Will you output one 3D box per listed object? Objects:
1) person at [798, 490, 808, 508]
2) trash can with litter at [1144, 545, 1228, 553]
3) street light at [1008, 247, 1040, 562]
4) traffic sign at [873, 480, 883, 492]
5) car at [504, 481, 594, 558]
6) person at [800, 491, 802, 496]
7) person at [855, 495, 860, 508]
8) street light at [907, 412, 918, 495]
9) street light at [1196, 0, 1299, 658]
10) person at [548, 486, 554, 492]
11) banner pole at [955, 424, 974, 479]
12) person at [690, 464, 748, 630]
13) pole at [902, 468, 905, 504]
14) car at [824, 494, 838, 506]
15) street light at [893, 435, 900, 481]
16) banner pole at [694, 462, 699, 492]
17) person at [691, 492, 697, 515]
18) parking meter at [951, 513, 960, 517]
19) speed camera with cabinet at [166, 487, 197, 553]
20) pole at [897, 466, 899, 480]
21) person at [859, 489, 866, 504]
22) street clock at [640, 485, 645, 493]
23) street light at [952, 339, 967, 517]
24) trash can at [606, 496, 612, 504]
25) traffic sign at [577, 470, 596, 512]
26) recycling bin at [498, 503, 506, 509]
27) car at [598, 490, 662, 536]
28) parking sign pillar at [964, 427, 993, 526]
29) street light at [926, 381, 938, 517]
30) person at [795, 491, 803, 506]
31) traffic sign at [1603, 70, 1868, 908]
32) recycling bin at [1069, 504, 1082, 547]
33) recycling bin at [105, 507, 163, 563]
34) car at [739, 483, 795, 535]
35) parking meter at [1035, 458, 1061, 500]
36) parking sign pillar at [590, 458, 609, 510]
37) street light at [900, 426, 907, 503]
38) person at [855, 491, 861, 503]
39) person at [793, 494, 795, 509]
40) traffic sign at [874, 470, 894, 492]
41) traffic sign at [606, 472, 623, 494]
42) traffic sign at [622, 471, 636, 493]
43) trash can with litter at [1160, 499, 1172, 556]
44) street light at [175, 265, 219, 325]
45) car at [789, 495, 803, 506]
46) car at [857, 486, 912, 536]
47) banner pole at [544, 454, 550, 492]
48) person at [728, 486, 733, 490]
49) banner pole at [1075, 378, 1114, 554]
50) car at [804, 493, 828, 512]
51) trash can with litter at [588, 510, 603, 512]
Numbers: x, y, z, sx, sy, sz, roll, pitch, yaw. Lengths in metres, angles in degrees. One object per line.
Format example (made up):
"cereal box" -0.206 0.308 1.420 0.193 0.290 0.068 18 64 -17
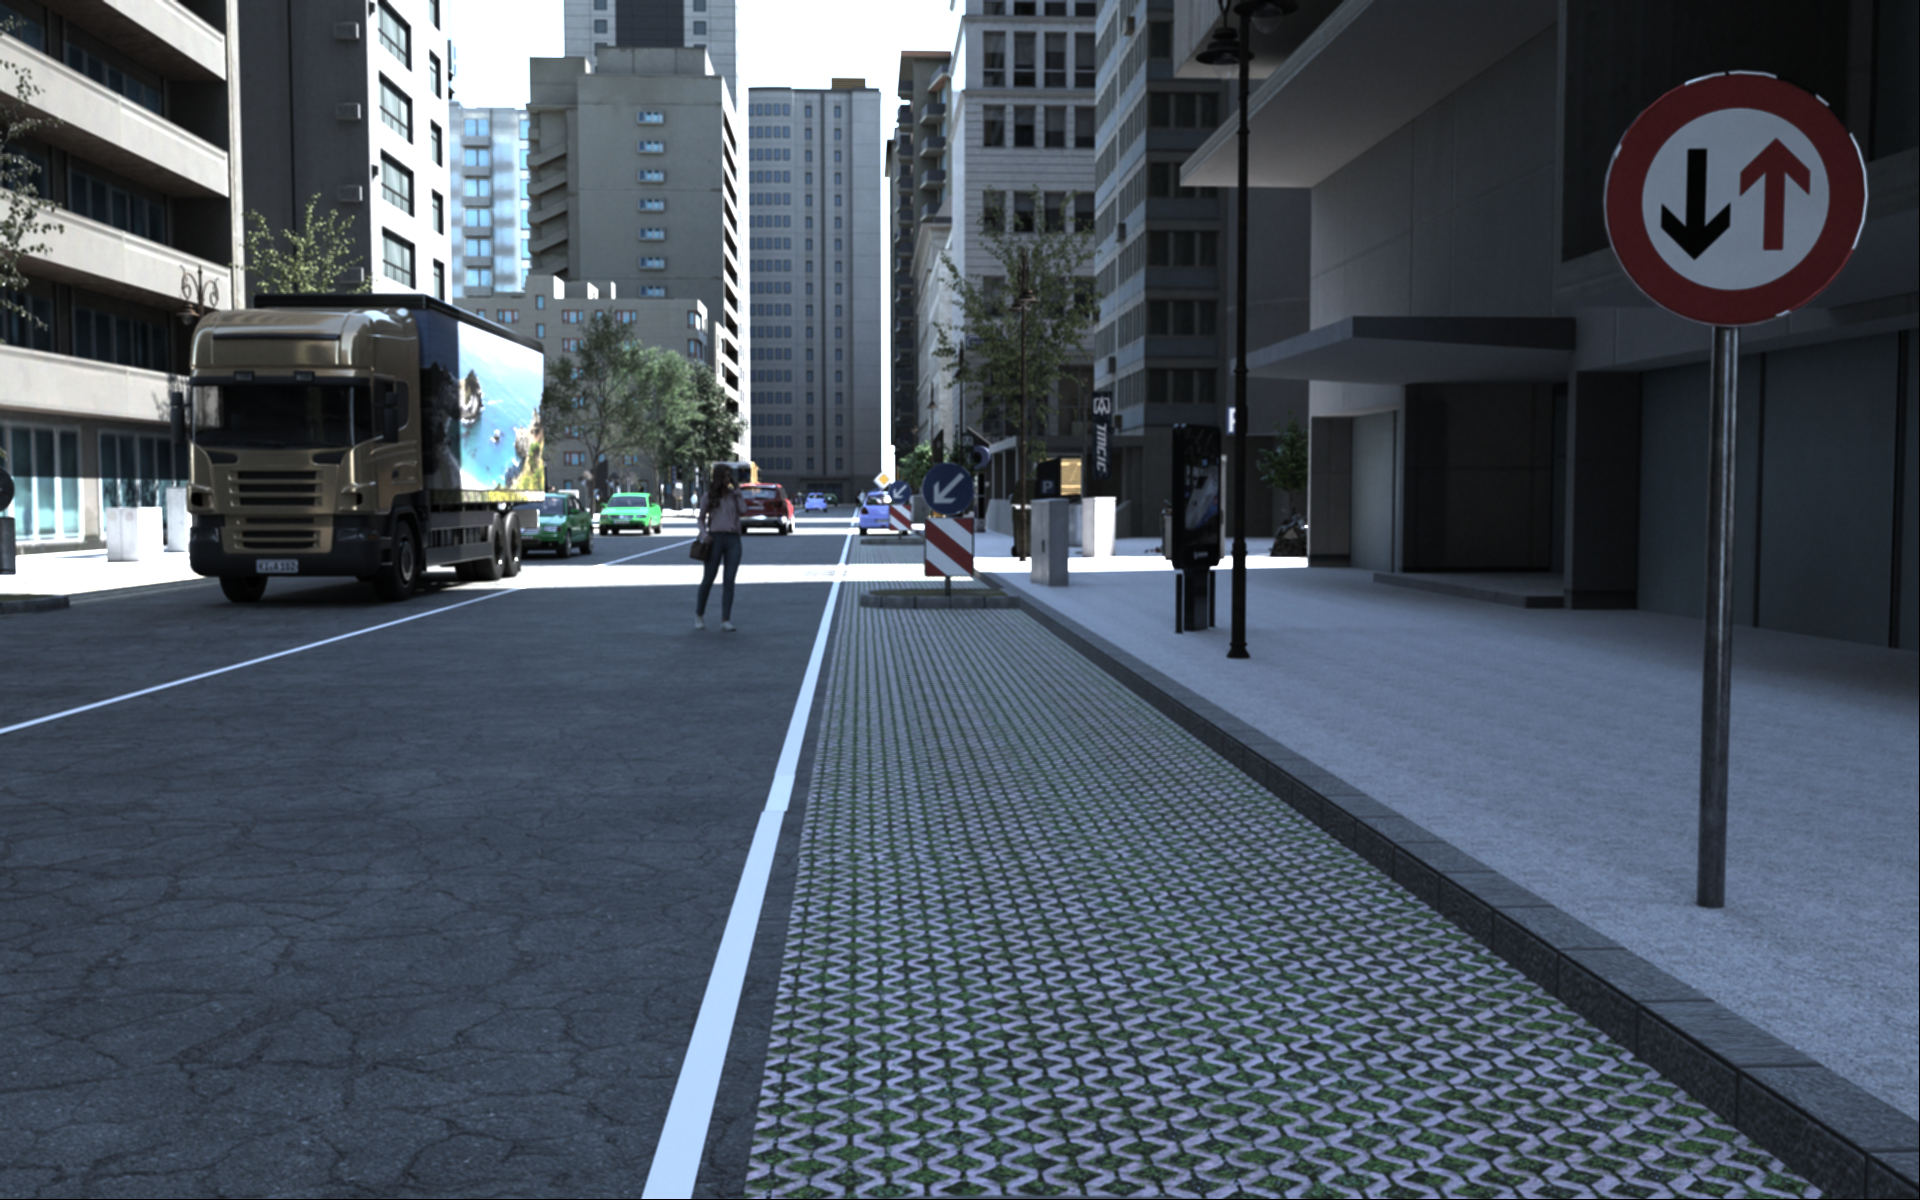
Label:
"person" -15.529 -10.088 173.529 1.350 1.814 0.705 0 4 -1
"trash can with litter" 4.807 -1.660 38.206 1.678 1.210 2.233 -1 4 -16
"street light" 1.190 -3.664 32.689 0.468 5.910 1.993 0 4 -3
"traffic sign" -3.593 -4.639 79.482 0.795 2.450 0.064 0 4 -3
"car" -9.637 -1.904 39.923 1.959 1.807 4.718 0 4 -2
"person" -20.814 -13.325 226.456 1.348 1.812 0.705 0 4 1
"person" -10.726 -10.488 183.162 0.799 1.438 0.628 1 4 15
"street light" -2.551 -7.562 96.420 0.468 5.910 1.993 0 4 -3
"street light" 2.184 -2.485 13.418 0.468 5.910 1.993 0 4 -3
"person" -17.635 -4.052 75.085 0.374 1.781 0.599 -3 5 -39
"banner pole" 0.108 -4.420 62.284 0.863 3.779 0.401 0 4 -2
"person" -2.581 -0.566 18.345 0.593 1.750 0.643 -1 4 -20
"pole" -4.441 -8.687 135.874 0.158 3.312 0.155 0 3 0
"car" -15.714 -12.039 208.631 2.131 1.459 4.920 0 4 -2
"street light" -4.767 -9.902 134.680 0.468 5.910 1.993 0 4 -3
"banner pole" -20.702 -8.923 135.903 0.401 3.779 0.863 2 4 24
"person" -18.177 -6.623 118.593 0.330 1.601 0.589 -3 4 -37
"parking meter" -0.152 -3.173 60.288 0.372 1.533 0.369 0 3 0
"speed camera with cabinet" -16.708 -2.706 38.575 0.660 3.252 2.038 1 4 19
"pole" -4.444 -7.968 124.114 0.158 3.312 0.155 0 3 0
"person" -8.543 -8.829 152.726 0.514 1.842 0.818 -3 5 -43
"street clock" -25.428 -8.193 138.518 0.471 2.002 0.358 1 4 16
"street light" 0.039 -4.834 51.817 0.468 5.910 1.993 0 4 -3
"trash can" -25.763 -7.103 127.795 0.748 1.137 0.748 0 3 0
"traffic sign" -15.263 -4.110 70.839 0.795 2.450 0.064 0 4 -3
"recycling bin" -18.361 -3.474 69.351 0.722 1.027 0.722 2 4 24
"car" -11.644 -3.210 61.285 1.959 1.807 4.718 0 4 -3
"parking sign pillar" 0.819 -4.950 69.401 1.447 3.967 1.447 2 4 27
"street light" -1.137 -6.003 70.943 0.468 5.910 1.993 0 4 -3
"person" -19.498 -12.290 209.530 1.350 1.814 0.705 -2 4 -25
"traffic sign" 2.342 -0.319 5.325 0.768 2.556 0.104 0 4 6
"recycling bin" 2.953 -1.826 42.415 0.722 1.027 0.722 -2 4 -28
"recycling bin" -15.634 -1.238 32.794 0.722 1.027 0.722 1 4 12
"car" -7.101 -3.274 62.200 2.281 1.827 5.304 0 4 -2
"parking meter" 1.416 -1.357 27.904 0.399 1.863 0.255 1 4 12
"parking sign pillar" -26.979 -8.636 129.669 1.447 3.967 1.447 0 4 -7
"street light" -3.582 -8.732 115.555 0.468 5.910 1.993 0 4 -3
"person" -11.164 -11.304 193.287 1.348 1.831 0.705 2 4 24
"person" -15.685 -9.305 163.897 0.557 1.426 1.065 0 4 -4
"traffic sign" -3.137 -4.151 71.510 0.795 2.450 0.064 0 4 -3
"traffic sign" -15.719 -4.598 78.812 0.795 2.450 0.064 0 4 -3
"traffic sign" -18.438 -5.896 96.503 0.768 2.556 0.104 0 4 1
"trash can with litter" 4.654 -1.492 35.782 1.055 1.170 0.624 1 4 9
"street light" -15.340 -3.813 35.130 0.468 5.910 1.993 0 4 -3
"car" -20.516 -12.426 215.750 1.945 1.354 3.894 0 4 -1
"car" -2.652 -3.117 60.555 1.945 1.707 3.694 0 4 -2
"banner pole" -26.014 -7.260 108.724 0.863 3.779 0.401 -1 4 -22
"person" -10.393 -4.269 78.469 0.661 1.801 0.590 1 4 15
"banner pole" 2.895 -2.886 37.207 0.863 3.779 0.401 2 4 25
"car" -11.371 -7.790 136.954 1.945 1.707 3.694 0 4 -5
"trash can with litter" -26.827 -7.025 125.922 2.233 1.210 1.678 -1 4 -16
